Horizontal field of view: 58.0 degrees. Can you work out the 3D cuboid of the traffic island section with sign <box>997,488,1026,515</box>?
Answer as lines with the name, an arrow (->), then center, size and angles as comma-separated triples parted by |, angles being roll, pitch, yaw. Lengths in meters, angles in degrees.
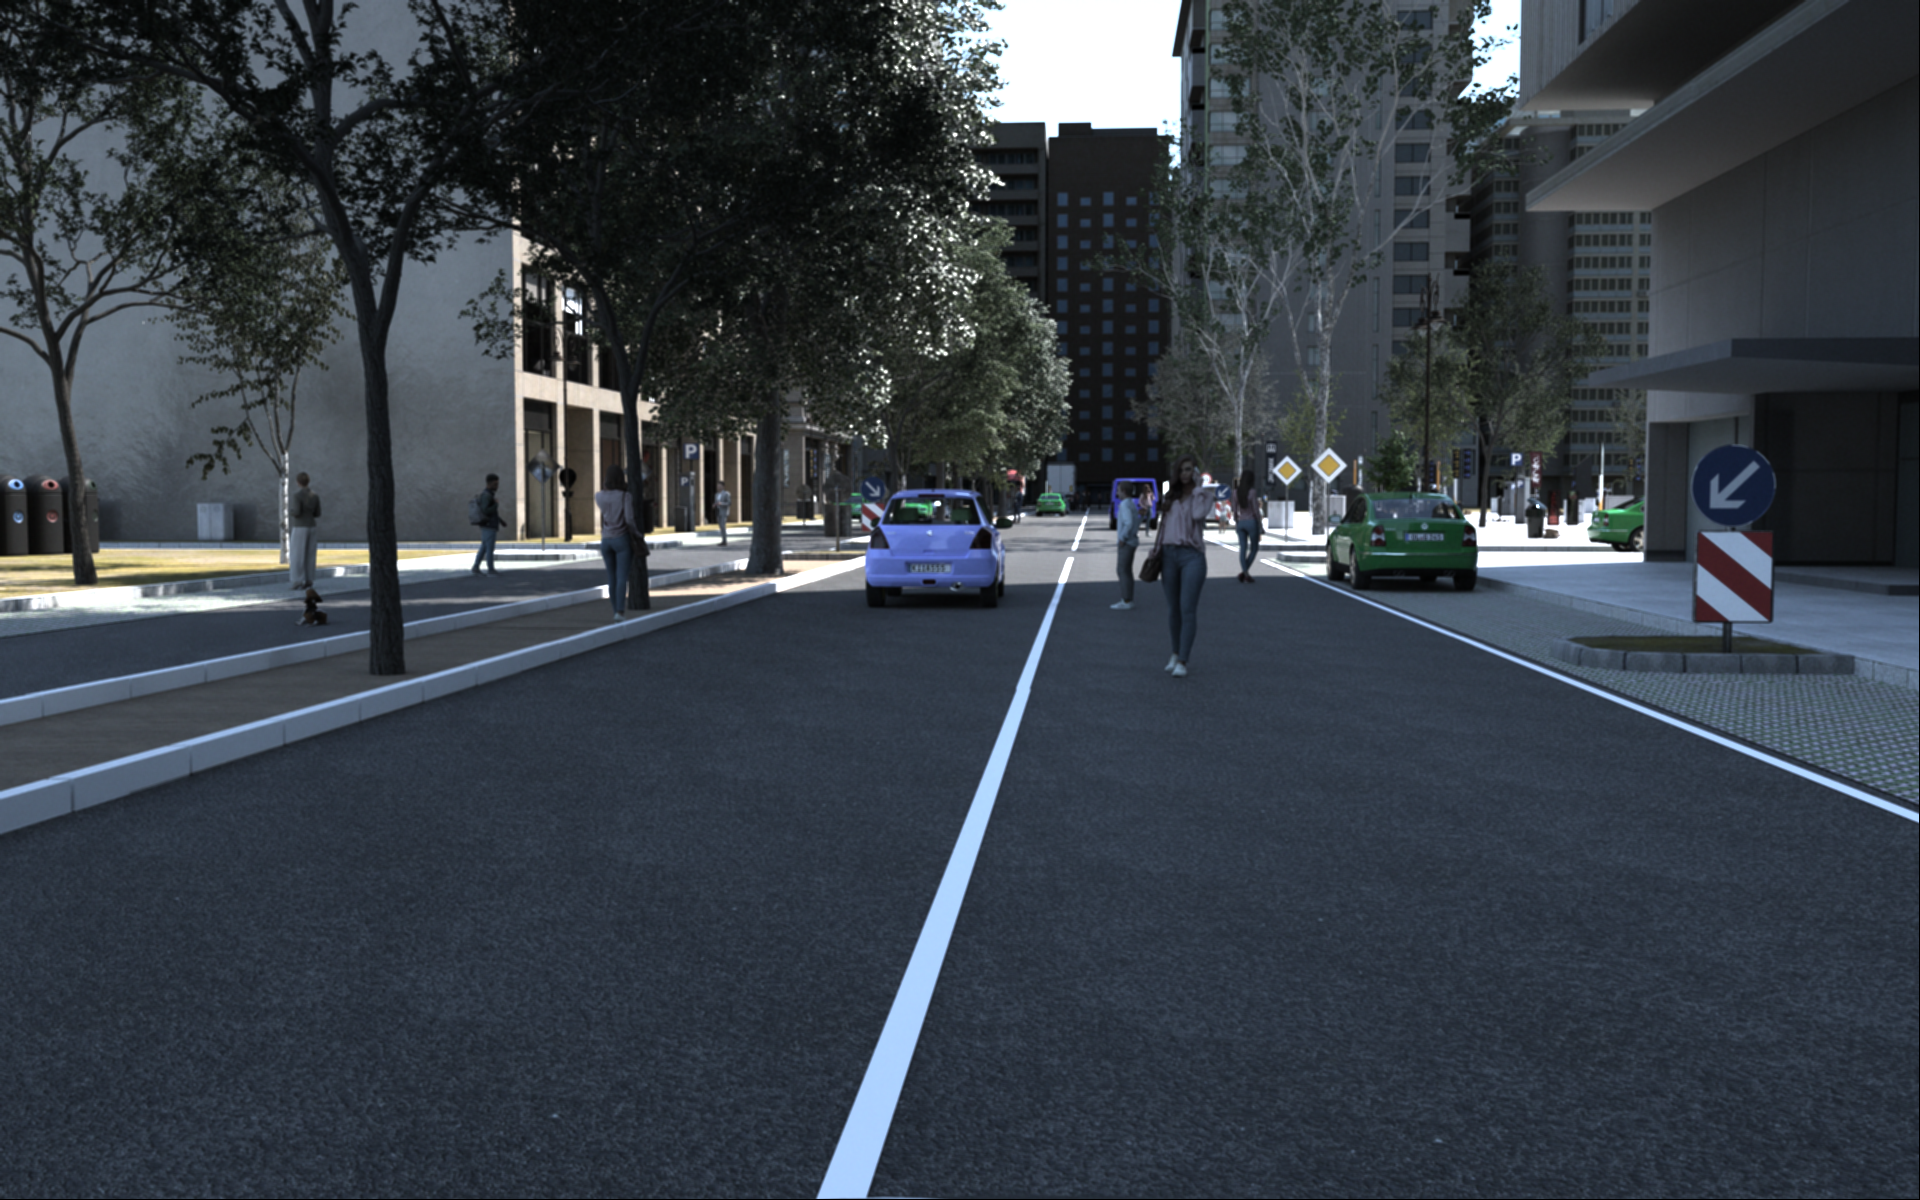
traffic island section with sign -> 3.585, -6.861, 120.314 | 2.006, 1.907, 1.989 | 0, 4, 4

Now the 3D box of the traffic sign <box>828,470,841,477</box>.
traffic sign -> -6.691, -5.680, 92.967 | 0.768, 2.556, 0.104 | 0, 4, 5

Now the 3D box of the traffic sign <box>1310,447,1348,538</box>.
traffic sign -> 7.839, -2.033, 36.879 | 0.795, 2.450, 0.064 | 0, 4, 4

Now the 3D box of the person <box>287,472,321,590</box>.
person -> -9.823, -1.030, 25.889 | 0.362, 1.759, 0.519 | 2, 4, 29

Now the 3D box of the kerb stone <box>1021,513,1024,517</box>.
kerb stone -> 3.831, -5.374, 110.086 | 0.120, 0.150, 1.000 | 0, 4, 4

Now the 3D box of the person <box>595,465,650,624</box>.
person -> -3.727, -0.599, 18.882 | 0.593, 1.750, 0.643 | 1, 4, 17

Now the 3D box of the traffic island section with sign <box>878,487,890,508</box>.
traffic island section with sign -> -4.291, -5.455, 97.813 | 1.989, 1.847, 2.006 | 0, 4, 4

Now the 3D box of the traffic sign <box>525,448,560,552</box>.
traffic sign -> -9.203, -2.114, 38.211 | 0.795, 2.450, 0.064 | 0, 4, 4

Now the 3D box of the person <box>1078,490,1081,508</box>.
person -> 12.388, -10.535, 180.768 | 0.705, 1.821, 1.348 | 1, 4, 13

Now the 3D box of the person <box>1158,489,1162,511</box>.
person -> 16.316, -8.171, 142.108 | 0.705, 1.823, 1.348 | -1, 4, -11

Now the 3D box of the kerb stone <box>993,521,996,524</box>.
kerb stone -> 1.780, -3.744, 83.503 | 0.120, 0.150, 1.000 | 0, 4, 4

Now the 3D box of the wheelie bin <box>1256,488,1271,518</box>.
wheelie bin -> 16.017, -5.128, 91.758 | 0.693, 1.594, 0.980 | -2, 4, -33

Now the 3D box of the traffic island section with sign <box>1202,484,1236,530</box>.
traffic island section with sign -> 10.383, -3.719, 69.441 | 1.989, 1.847, 2.006 | 0, 4, 4

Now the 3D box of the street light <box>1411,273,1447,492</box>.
street light -> 9.803, -3.886, 36.326 | 0.468, 5.910, 1.993 | 0, 4, 4

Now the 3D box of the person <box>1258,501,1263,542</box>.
person -> 8.212, -2.121, 47.860 | 0.332, 1.250, 0.352 | 2, 4, 24

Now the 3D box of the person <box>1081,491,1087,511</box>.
person -> 10.331, -8.271, 144.538 | 0.445, 1.727, 0.742 | 1, 4, 20

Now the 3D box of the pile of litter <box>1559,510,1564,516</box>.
pile of litter -> 35.668, -5.391, 102.113 | 1.719, 0.858, 1.176 | 0, 4, 7

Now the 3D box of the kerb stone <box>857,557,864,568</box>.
kerb stone -> -2.051, -0.706, 33.870 | 0.120, 0.150, 1.000 | 0, 4, 4

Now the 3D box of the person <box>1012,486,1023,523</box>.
person -> 2.804, -4.650, 84.711 | 0.419, 1.800, 0.721 | -3, 4, -37

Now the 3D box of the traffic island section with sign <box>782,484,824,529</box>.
traffic island section with sign -> -6.385, -3.799, 70.741 | 1.989, 1.847, 2.006 | 0, 4, 4

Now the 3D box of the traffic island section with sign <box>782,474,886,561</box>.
traffic island section with sign -> -2.775, -1.827, 38.013 | 2.006, 1.907, 1.989 | 0, 4, 4

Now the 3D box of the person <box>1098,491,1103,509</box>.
person -> 13.174, -9.356, 162.176 | 0.721, 1.736, 1.217 | 1, 4, 18

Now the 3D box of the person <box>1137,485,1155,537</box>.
person -> 6.196, -3.018, 58.441 | 0.593, 1.750, 0.643 | -3, 5, -40

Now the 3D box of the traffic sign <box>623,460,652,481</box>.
traffic sign -> -8.587, -2.601, 46.172 | 0.795, 2.450, 0.064 | 0, 4, 4

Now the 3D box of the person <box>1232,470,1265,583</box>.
person -> 4.673, -1.192, 28.007 | 0.555, 1.821, 0.388 | 2, 4, 31

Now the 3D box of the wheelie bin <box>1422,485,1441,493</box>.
wheelie bin -> 16.520, -3.247, 60.992 | 0.693, 1.594, 0.980 | 0, 4, -4

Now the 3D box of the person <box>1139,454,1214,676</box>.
person -> 1.769, -0.289, 13.821 | 0.593, 1.750, 0.643 | 2, 4, 32

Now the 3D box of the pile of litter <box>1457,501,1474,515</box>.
pile of litter -> 30.708, -5.601, 105.541 | 1.719, 0.858, 1.176 | -2, 4, -31

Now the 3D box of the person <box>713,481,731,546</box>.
person -> -6.666, -2.408, 48.065 | 0.606, 1.804, 0.583 | 2, 4, 34

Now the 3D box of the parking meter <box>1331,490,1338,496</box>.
parking meter -> 22.484, -5.847, 104.007 | 0.372, 1.533, 0.369 | 0, 3, 0

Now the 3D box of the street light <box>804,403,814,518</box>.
street light -> -7.435, -6.962, 86.610 | 0.468, 5.910, 1.993 | 0, 4, 4

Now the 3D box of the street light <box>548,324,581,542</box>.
street light -> -10.585, -4.508, 46.498 | 0.468, 5.910, 1.993 | 0, 4, 4

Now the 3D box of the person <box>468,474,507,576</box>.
person -> -8.189, -1.300, 30.109 | 0.721, 1.781, 0.623 | -2, 4, -27

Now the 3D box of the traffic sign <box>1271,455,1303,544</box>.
traffic sign -> 8.455, -2.520, 44.840 | 0.795, 2.450, 0.064 | 0, 4, 4

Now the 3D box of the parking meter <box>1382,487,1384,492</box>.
parking meter -> 26.827, -6.355, 109.620 | 0.399, 1.863, 0.255 | 0, 4, 6

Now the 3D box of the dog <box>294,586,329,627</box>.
dog -> -7.202, 0.068, 19.079 | 0.550, 0.427, 0.748 | 1, 4, 10

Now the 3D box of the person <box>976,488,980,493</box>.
person -> 1.385, -7.529, 131.230 | 0.705, 1.869, 1.348 | -1, 4, -15

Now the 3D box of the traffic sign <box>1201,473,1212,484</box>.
traffic sign -> 14.733, -6.353, 103.977 | 0.768, 2.556, 0.104 | 1, 4, 8

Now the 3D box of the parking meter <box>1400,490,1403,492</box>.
parking meter -> 28.137, -6.263, 110.818 | 0.372, 1.533, 0.369 | 0, 3, 0

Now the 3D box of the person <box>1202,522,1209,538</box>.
person -> 6.564, -2.134, 48.890 | 1.012, 1.151, 0.738 | 0, 4, 0

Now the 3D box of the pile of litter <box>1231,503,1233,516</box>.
pile of litter -> 16.252, -5.453, 103.127 | 1.719, 0.858, 1.176 | -3, 5, -41

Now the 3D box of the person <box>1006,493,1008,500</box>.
person -> 3.473, -7.757, 136.043 | 0.721, 1.735, 1.217 | 3, 4, 36

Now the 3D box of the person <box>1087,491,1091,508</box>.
person -> 13.780, -10.712, 184.435 | 0.445, 1.727, 0.742 | 0, 4, 1

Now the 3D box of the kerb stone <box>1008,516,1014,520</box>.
kerb stone -> 2.968, -4.682, 98.852 | 0.120, 0.150, 1.000 | 0, 4, 4

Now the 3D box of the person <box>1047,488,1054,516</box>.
person -> 6.025, -6.527, 114.987 | 0.659, 1.850, 0.755 | 1, 4, 20

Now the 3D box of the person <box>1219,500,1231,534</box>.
person -> 9.490, -2.964, 61.979 | 0.505, 1.210, 0.382 | 2, 4, 26

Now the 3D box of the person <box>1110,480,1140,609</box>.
person -> 2.089, -0.701, 21.767 | 0.330, 1.601, 0.589 | 2, 4, 26

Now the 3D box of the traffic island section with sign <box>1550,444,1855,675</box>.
traffic island section with sign -> 6.144, -0.369, 14.657 | 1.989, 1.847, 2.006 | 0, 4, 4

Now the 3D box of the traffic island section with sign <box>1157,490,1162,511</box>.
traffic island section with sign -> 16.323, -8.425, 146.369 | 1.989, 1.847, 2.006 | 0, 4, 4

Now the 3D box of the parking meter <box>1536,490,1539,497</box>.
parking meter -> 34.179, -5.782, 102.951 | 0.372, 1.533, 0.369 | 0, 3, 0
